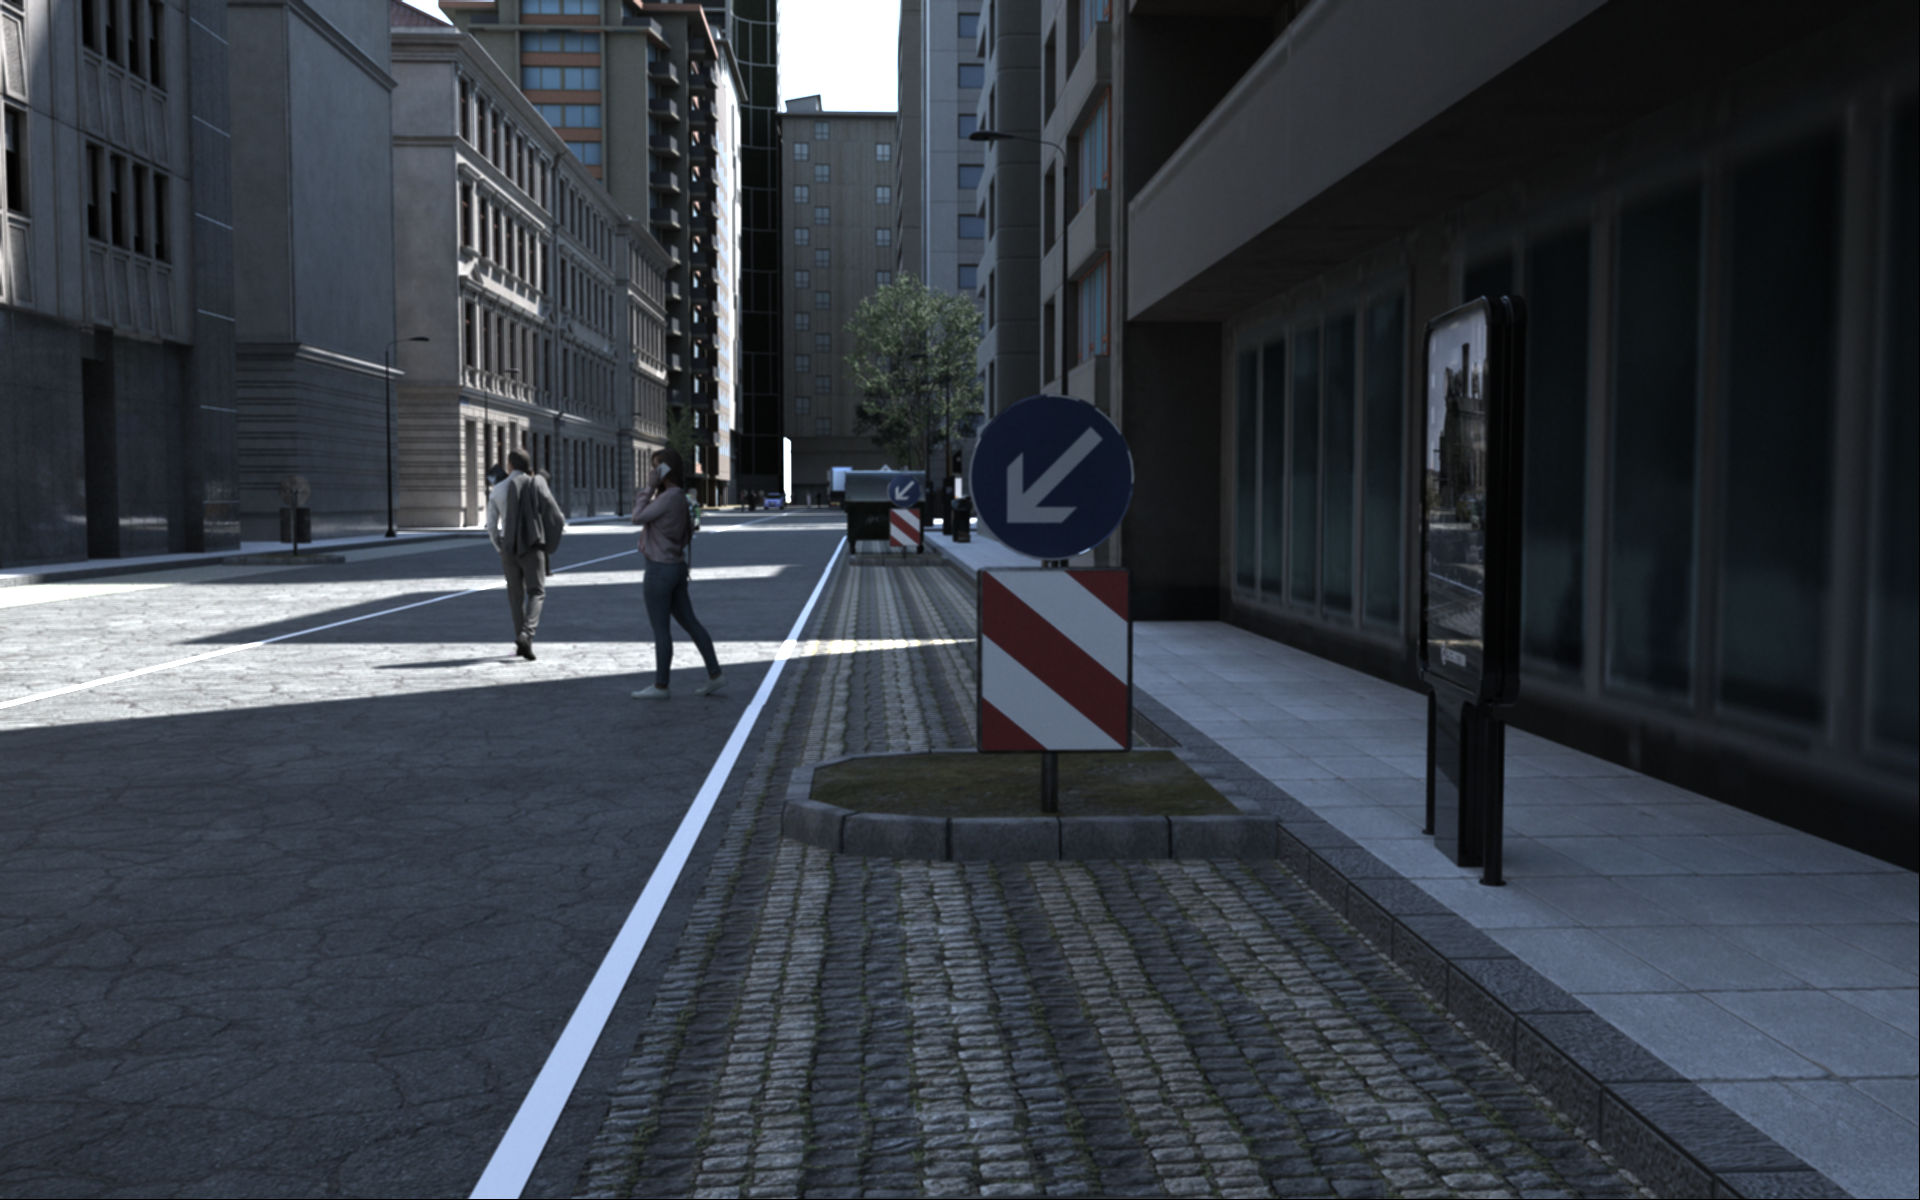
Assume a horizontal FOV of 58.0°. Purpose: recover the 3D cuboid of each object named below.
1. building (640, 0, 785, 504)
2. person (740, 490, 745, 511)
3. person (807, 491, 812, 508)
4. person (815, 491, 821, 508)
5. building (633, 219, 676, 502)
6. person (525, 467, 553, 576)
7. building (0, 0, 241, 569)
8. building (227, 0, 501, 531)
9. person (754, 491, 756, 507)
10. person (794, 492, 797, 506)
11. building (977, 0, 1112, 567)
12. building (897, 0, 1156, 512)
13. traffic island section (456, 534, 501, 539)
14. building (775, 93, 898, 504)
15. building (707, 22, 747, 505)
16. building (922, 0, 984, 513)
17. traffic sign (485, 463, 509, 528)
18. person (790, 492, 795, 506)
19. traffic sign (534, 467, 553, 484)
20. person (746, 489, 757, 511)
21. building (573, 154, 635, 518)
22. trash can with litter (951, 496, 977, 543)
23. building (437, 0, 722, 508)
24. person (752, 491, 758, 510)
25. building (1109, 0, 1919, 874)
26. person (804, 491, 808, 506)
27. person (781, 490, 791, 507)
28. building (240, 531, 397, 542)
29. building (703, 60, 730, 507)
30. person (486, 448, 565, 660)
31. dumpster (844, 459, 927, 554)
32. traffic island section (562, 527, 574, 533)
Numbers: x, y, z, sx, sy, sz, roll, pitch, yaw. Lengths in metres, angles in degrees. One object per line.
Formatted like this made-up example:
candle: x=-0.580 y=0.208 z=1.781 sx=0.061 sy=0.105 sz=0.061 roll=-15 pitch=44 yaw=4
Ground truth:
building: x=-34.380 y=-48.500 z=231.231 sx=20.611 sy=71.187 sz=20.563 roll=0 pitch=4 yaw=-3
person: x=-18.012 y=-8.169 z=142.781 sx=0.721 sy=1.743 sz=1.217 roll=0 pitch=4 yaw=-6
person: x=-15.103 y=-10.061 z=173.663 sx=0.551 sy=1.740 sz=0.621 roll=0 pitch=4 yaw=7
person: x=-14.485 y=-10.267 z=176.881 sx=0.721 sy=1.766 sz=1.217 roll=2 pitch=4 yaw=28
building: x=-26.085 y=-17.160 z=116.724 sx=11.583 sy=22.565 sz=21.152 roll=0 pitch=4 yaw=-3
person: x=-7.441 y=-1.364 z=30.172 sx=0.648 sy=1.900 sz=0.474 roll=-1 pitch=4 yaw=-11
building: x=-22.042 y=-12.899 z=28.918 sx=12.078 sy=24.808 sz=19.932 roll=0 pitch=4 yaw=-3
building: x=-24.276 y=-14.545 z=73.974 sx=11.583 sy=22.565 sz=21.152 roll=0 pitch=4 yaw=-3
person: x=-20.802 y=-10.185 z=175.735 sx=0.721 sy=1.736 sz=1.217 roll=-2 pitch=4 yaw=-27
person: x=-20.679 y=-12.663 z=217.011 sx=0.415 sy=1.643 sz=0.593 roll=-1 pitch=4 yaw=-8
building: x=15.103 y=-11.992 z=41.108 sx=27.650 sy=21.520 sz=28.899 roll=0 pitch=4 yaw=-3
building: x=5.133 y=-32.674 z=157.916 sx=21.300 sy=48.544 sz=21.600 roll=0 pitch=4 yaw=-3
traffic island section: x=-15.212 y=-2.116 z=56.882 sx=2.009 sy=0.180 sz=2.903 roll=0 pitch=4 yaw=-3
building: x=-10.573 y=-39.621 z=237.045 sx=27.495 sy=52.752 sz=28.713 roll=0 pitch=4 yaw=-3
building: x=-39.209 y=-37.359 z=200.066 sx=27.495 sy=52.752 sz=28.713 roll=0 pitch=4 yaw=-3
building: x=7.871 y=-35.279 z=118.807 sx=21.231 sy=58.520 sz=28.212 roll=0 pitch=4 yaw=-3
traffic sign: x=-15.189 y=-3.253 z=56.821 sx=0.795 sy=2.450 sz=0.064 roll=0 pitch=4 yaw=-3
person: x=-19.449 y=-11.707 z=200.822 sx=0.541 sy=1.710 sz=0.530 roll=0 pitch=4 yaw=1
traffic sign: x=-15.612 y=-3.740 z=64.795 sx=0.795 sy=2.450 sz=0.064 roll=0 pitch=4 yaw=-3
person: x=-17.525 y=-8.360 z=145.212 sx=1.348 sy=1.821 sz=0.705 roll=3 pitch=4 yaw=38
building: x=-25.399 y=-15.835 z=95.056 sx=11.583 sy=22.565 sz=21.152 roll=0 pitch=4 yaw=-3
trash can with litter: x=0.113 y=-2.125 z=46.132 sx=0.624 sy=1.170 sz=1.055 roll=-1 pitch=4 yaw=-10
building: x=-33.000 y=-30.499 z=153.289 sx=22.147 sy=44.769 sz=28.867 roll=0 pitch=4 yaw=-3
person: x=-18.009 y=-8.679 z=151.127 sx=0.721 sy=1.736 sz=1.217 roll=2 pitch=4 yaw=30
building: x=12.767 y=-23.439 z=6.926 sx=21.300 sy=48.544 sz=21.600 roll=0 pitch=4 yaw=-3
person: x=-18.197 y=-12.047 z=205.550 sx=0.705 sy=1.814 sz=1.350 roll=-2 pitch=4 yaw=-25
person: x=-18.678 y=-10.781 z=184.749 sx=1.348 sy=1.826 sz=0.705 roll=-2 pitch=4 yaw=-26
building: x=-27.860 y=-13.108 z=50.475 sx=21.152 sy=22.565 sz=11.583 roll=0 pitch=4 yaw=-3
building: x=-30.933 y=-32.129 z=175.427 sx=14.600 sy=45.320 sz=14.200 roll=0 pitch=4 yaw=-3
person: x=-3.790 y=-0.400 z=15.136 sx=0.679 sy=1.850 sz=0.850 roll=0 pitch=4 yaw=-4
dumpster: x=-1.771 y=-2.226 z=41.347 sx=1.985 sy=2.255 sz=1.502 roll=0 pitch=4 yaw=-2
traffic island section: x=-15.635 y=-2.604 z=64.856 sx=2.009 sy=0.180 sz=2.903 roll=0 pitch=4 yaw=-3
